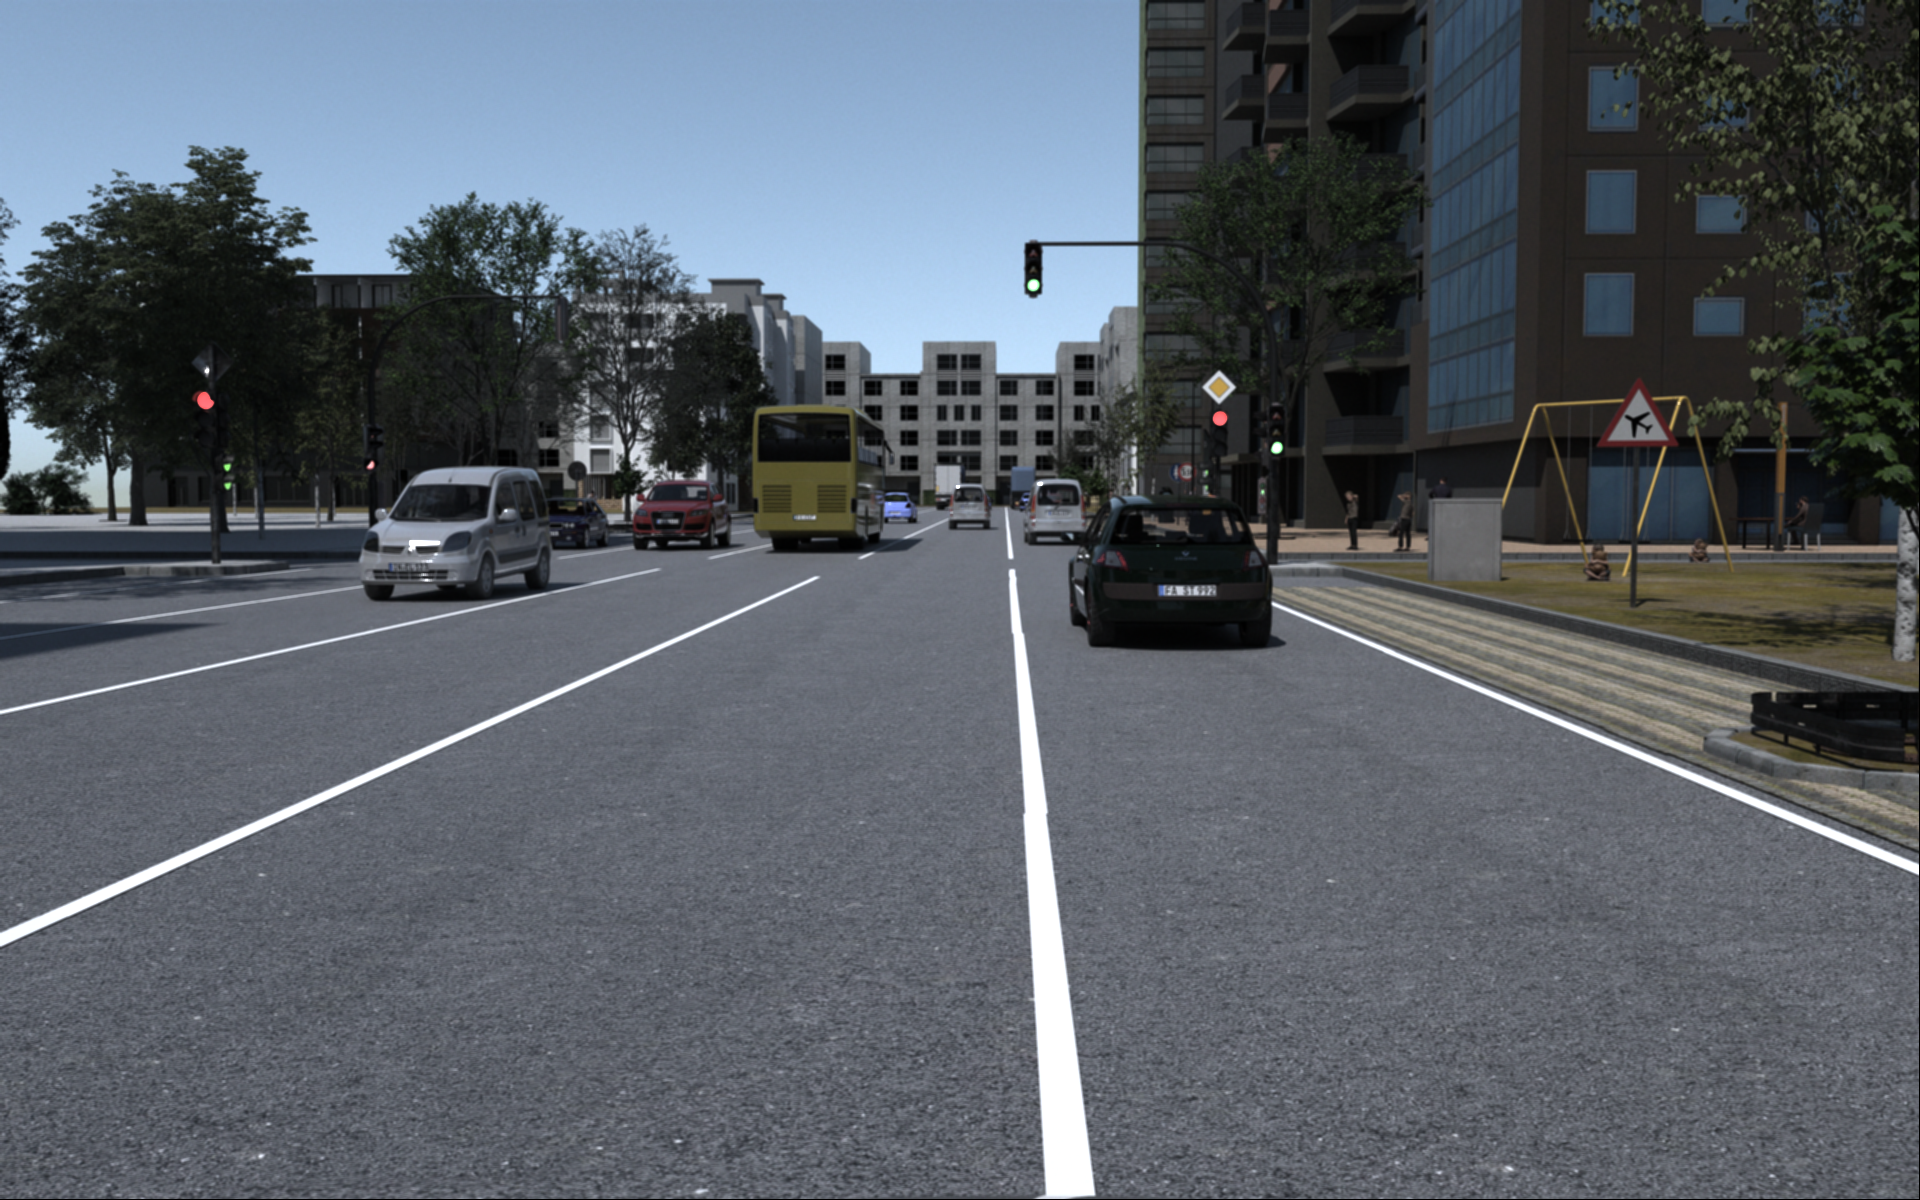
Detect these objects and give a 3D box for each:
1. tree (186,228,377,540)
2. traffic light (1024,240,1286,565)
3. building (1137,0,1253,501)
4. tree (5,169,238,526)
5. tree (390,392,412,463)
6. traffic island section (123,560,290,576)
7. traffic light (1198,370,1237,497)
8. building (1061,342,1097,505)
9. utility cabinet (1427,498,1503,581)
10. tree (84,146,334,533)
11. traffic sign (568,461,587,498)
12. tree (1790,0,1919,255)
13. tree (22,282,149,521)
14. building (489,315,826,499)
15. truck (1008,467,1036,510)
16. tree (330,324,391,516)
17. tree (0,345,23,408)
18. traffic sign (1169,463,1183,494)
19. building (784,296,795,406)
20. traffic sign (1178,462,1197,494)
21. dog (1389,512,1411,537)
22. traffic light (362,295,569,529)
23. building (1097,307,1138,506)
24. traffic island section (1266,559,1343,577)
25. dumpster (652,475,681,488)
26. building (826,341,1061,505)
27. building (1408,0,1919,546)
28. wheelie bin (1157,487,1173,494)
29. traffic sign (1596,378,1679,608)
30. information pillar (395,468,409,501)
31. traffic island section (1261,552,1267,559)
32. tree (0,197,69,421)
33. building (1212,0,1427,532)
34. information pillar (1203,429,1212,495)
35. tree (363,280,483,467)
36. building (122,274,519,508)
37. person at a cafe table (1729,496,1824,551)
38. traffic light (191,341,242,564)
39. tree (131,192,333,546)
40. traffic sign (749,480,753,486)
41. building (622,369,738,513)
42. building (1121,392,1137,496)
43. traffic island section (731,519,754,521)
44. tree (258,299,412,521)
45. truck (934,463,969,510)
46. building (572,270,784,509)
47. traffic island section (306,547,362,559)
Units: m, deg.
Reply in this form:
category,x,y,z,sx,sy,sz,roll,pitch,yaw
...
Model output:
category,x,y,z,sx,sy,sz,roll,pitch,yaw
tree,-19.470,-6.011,48.647,4.360,8.622,3.978,0,3,0
traffic light,3.533,-3.457,31.187,4.771,5.953,1.251,0,4,1
building,17.195,-25.450,99.701,14.154,41.232,14.086,0,4,1
tree,-33.372,-9.993,70.048,9.857,13.997,8.962,0,3,0
tree,-35.702,-9.570,106.826,4.737,8.622,4.395,0,3,0
traffic island section,-13.708,-0.588,31.890,2.009,0.180,2.903,0,4,1
traffic light,5.833,-3.079,39.257,0.839,4.253,0.868,0,4,1
building,27.545,-20.971,209.326,31.486,18.905,16.747,0,4,1
utility cabinet,7.472,-0.886,25.641,1.020,1.237,0.306,0,4,1
tree,-24.346,-8.466,56.552,7.486,12.596,7.792,0,3,0
traffic sign,-14.800,-4.088,66.950,0.768,2.556,0.104,1,4,9
tree,12.106,-4.322,21.034,4.360,8.622,3.978,0,3,0
tree,-39.980,-9.531,81.592,9.928,11.665,9.643,0,3,0
building,-30.885,-19.197,180.324,31.486,18.905,16.747,0,4,1
truck,6.152,-10.647,163.835,2.967,4.110,18.799,0,4,1
tree,-24.754,-7.063,65.834,4.737,8.622,4.395,0,3,0
tree,-32.371,-6.409,55.146,4.360,8.622,3.978,0,3,0
traffic sign,8.999,-4.360,71.386,0.768,2.556,0.104,0,4,2
building,-23.419,-18.665,161.588,16.016,20.091,11.380,0,4,1
traffic sign,9.122,-4.253,69.636,0.768,2.556,0.104,0,4,2
dog,13.095,-2.297,51.936,0.513,0.831,0.800,-1,4,-13
traffic light,-11.369,-3.979,39.718,4.771,5.953,1.251,0,4,1
building,23.083,-18.669,171.701,16.747,18.905,31.486,0,4,1
traffic island section,5.666,-0.557,31.387,2.009,0.180,2.903,0,4,1
dumpster,-14.421,-5.108,86.005,1.502,2.255,1.985,0,4,2
building,-4.099,-20.970,209.315,31.486,18.905,16.747,0,4,1
building,21.572,-24.367,48.508,14.200,45.320,14.600,0,4,1
wheelie bin,9.100,-4.195,76.493,0.693,1.594,0.980,-2,4,-24
traffic sign,7.602,-1.192,19.491,0.884,2.594,0.081,0,4,6
information pillar,-15.901,-2.749,49.431,0.304,2.012,0.304,-2,4,-35
traffic island section,5.872,-1.045,39.370,2.009,0.180,2.903,0,4,1
tree,-28.283,-6.885,46.985,7.601,10.594,8.767,-3,5,-44
building,22.450,-25.407,70.027,22.147,44.769,28.867,0,4,1
information pillar,9.112,-4.453,64.161,0.183,3.616,0.504,1,4,13
tree,-27.052,-11.244,94.202,12.009,13.543,11.850,0,3,0
building,-63.245,-20.279,175.539,32.646,21.610,27.936,0,4,1
person at a cafe table,18.980,-1.768,39.773,1.698,1.238,1.726,-1,4,-20
traffic light,-13.669,-2.620,31.755,0.839,4.253,0.868,0,4,1
tree,-18.511,-5.654,42.806,4.737,8.622,4.395,0,3,0
traffic sign,-13.312,-6.856,112.206,0.768,2.556,0.104,0,4,2
building,-21.131,-11.522,130.538,9.099,9.664,28.070,0,4,1
building,18.579,-12.237,142.228,9.099,9.664,28.070,0,4,1
traffic island section,-11.824,-4.238,92.155,1.991,0.108,1.994,0,4,1
tree,-29.644,-9.038,82.177,7.601,10.594,8.767,-3,4,-37
truck,-0.806,-10.464,160.006,2.839,4.237,11.283,0,4,3
building,-24.241,-17.968,150.201,16.016,20.091,11.380,0,4,1
traffic island section,-13.502,-1.076,39.873,2.009,0.180,2.903,0,4,1
